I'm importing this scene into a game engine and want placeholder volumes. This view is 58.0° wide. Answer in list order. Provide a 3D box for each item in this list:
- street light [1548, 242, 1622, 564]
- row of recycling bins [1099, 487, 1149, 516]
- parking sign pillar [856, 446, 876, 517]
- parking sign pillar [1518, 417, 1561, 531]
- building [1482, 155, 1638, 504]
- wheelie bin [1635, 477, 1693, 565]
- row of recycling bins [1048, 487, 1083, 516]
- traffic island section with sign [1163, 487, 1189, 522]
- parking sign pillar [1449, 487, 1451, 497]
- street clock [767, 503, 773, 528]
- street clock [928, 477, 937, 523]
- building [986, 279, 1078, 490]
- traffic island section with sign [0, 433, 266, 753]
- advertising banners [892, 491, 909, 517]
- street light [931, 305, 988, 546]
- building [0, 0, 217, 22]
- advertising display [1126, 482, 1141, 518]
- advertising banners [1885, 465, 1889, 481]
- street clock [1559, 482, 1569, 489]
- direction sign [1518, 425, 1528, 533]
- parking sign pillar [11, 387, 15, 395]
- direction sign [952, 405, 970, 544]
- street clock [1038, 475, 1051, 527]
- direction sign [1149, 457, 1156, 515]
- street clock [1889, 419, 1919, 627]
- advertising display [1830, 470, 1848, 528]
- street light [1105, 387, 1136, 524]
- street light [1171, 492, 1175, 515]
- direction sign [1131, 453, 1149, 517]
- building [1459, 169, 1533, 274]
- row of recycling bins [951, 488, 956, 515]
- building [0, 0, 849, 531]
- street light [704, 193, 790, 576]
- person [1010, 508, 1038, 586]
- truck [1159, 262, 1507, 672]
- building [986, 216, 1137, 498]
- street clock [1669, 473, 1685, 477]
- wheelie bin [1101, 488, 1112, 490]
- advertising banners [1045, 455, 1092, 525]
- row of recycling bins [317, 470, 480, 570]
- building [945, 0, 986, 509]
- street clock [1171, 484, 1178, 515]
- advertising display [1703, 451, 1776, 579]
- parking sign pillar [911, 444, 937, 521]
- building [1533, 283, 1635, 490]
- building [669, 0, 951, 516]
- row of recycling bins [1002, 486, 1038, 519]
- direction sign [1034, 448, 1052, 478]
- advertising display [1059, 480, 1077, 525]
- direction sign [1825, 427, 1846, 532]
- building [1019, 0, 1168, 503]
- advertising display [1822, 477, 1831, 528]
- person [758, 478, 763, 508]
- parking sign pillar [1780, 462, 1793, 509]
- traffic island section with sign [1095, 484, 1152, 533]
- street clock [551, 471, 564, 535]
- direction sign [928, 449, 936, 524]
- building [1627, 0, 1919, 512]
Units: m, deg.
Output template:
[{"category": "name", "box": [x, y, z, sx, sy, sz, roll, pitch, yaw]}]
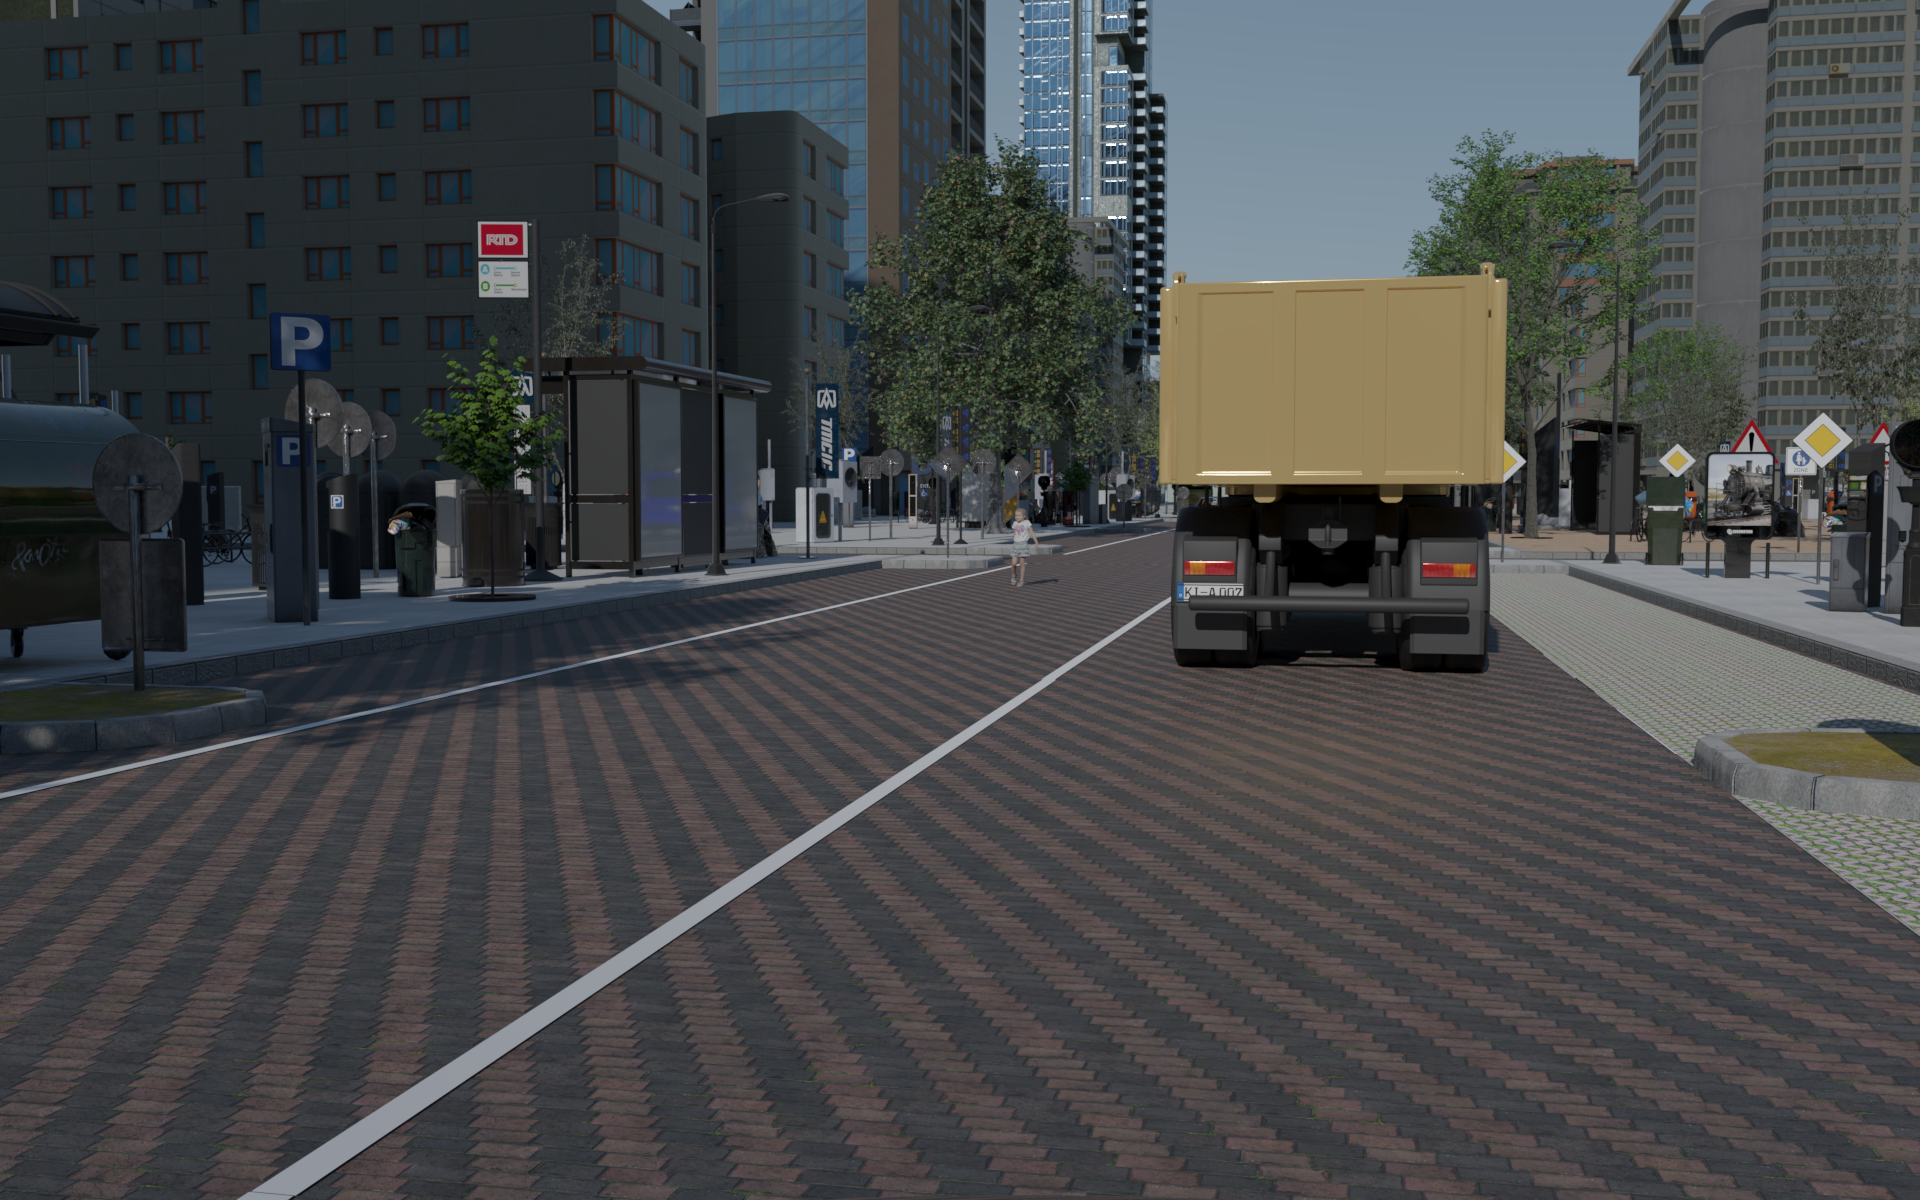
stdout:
[{"category": "street light", "box": [11.506, -3.632, 31.922, 1.470, 5.913, 1.316, 1, 4, 12]}, {"category": "row of recycling bins", "box": [9.172, -5.705, 100.394, 3.534, 1.692, 1.069, 0, 4, 0]}, {"category": "parking sign pillar", "box": [-5.422, -6.634, 96.943, 1.447, 3.967, 1.447, 1, 4, 12]}, {"category": "parking sign pillar", "box": [20.597, -4.465, 61.481, 1.447, 3.967, 1.447, -3, 5, -39]}, {"category": "building", "box": [80.439, -35.088, 228.316, 22.147, 44.769, 28.867, 1, 4, 12]}, {"category": "wheelie bin", "box": [12.736, -1.434, 31.347, 0.980, 1.594, 0.693, 1, 4, 22]}, {"category": "row of recycling bins", "box": [5.749, -5.916, 103.831, 3.534, 1.692, 1.069, 2, 4, 32]}, {"category": "traffic island section with sign", "box": [11.767, -5.043, 91.081, 1.989, 1.847, 2.006, 1, 4, 12]}, {"category": "parking sign pillar", "box": [29.676, -7.139, 105.197, 1.447, 3.967, 1.447, 0, 4, -2]}, {"category": "street clock", "box": [-7.173, -3.715, 65.303, 0.358, 2.002, 0.471, -2, 4, -25]}, {"category": "street clock", "box": [-1.132, -4.305, 74.955, 0.471, 2.002, 0.358, 1, 4, 9]}, {"category": "building", "box": [-4.652, -19.050, 156.499, 27.650, 21.520, 28.899, 1, 4, 12]}, {"category": "traffic island section with sign", "box": [-5.411, -0.118, 10.555, 1.989, 1.847, 2.006, 1, 4, 12]}, {"category": "advertising banners", "box": [-2.987, -6.292, 99.068, 2.074, 3.025, 0.090, -1, 4, -17]}, {"category": "street light", "box": [-0.009, -4.304, 42.907, 1.470, 5.913, 1.316, 1, 4, 12]}, {"category": "building", "box": [-47.428, -39.082, 77.238, 20.611, 71.187, 20.563, 1, 4, 12]}, {"category": "advertising display", "box": [9.140, -5.308, 92.000, 0.974, 1.923, 0.123, 1, 4, 16]}, {"category": "advertising banners", "box": [36.910, -4.538, 70.377, 0.090, 3.025, 2.074, -3, 5, -40]}, {"category": "street clock", "box": [36.255, -6.082, 104.007, 0.471, 2.002, 0.358, 0, 4, -5]}, {"category": "direction sign", "box": [18.548, -3.967, 56.859, 0.379, 3.537, 0.876, 3, 5, 43]}, {"category": "parking sign pillar", "box": [-20.683, -3.000, 37.521, 1.447, 3.967, 1.447, 3, 5, 43]}, {"category": "direction sign", "box": [0.020, -3.199, 44.299, 0.379, 3.537, 0.876, -2, 4, -29]}, {"category": "street clock", "box": [3.271, -3.840, 67.358, 0.471, 2.002, 0.358, -3, 4, -36]}, {"category": "direction sign", "box": [11.547, -6.955, 105.706, 0.876, 3.537, 0.379, -1, 4, -21]}, {"category": "street clock", "box": [9.231, -0.744, 16.728, 0.471, 2.002, 0.358, 1, 4, 20]}, {"category": "advertising display", "box": [24.208, -2.570, 47.226, 0.974, 1.923, 0.123, -2, 4, -25]}, {"category": "street light", "box": [6.899, -6.270, 75.060, 1.470, 5.913, 1.316, 1, 4, 12]}, {"category": "street light", "box": [13.816, -8.229, 107.084, 1.470, 5.913, 1.316, 1, 4, 12]}, {"category": "direction sign", "box": [9.890, -6.376, 96.252, 0.876, 3.537, 0.379, -1, 4, -17]}, {"category": "building", "box": [84.522, -38.499, 253.160, 21.300, 48.544, 21.600, 1, 4, 12]}, {"category": "row of recycling bins", "box": [1.101, -6.037, 105.818, 3.534, 1.692, 1.069, -1, 4, -22]}, {"category": "building", "box": [-22.089, -14.110, 75.744, 27.650, 21.520, 28.899, 1, 4, 12]}, {"category": "street light", "box": [-3.315, -3.332, 27.015, 1.470, 5.913, 1.316, 1, 4, 12]}, {"category": "person", "box": [1.005, -0.827, 27.029, 0.505, 1.210, 0.382, 1, 4, 23]}, {"category": "truck", "box": [3.828, -1.332, 17.710, 3.469, 3.379, 9.791, 1, 4, 13]}, {"category": "building", "box": [8.657, -32.867, 229.260, 32.217, 40.220, 23.993, 1, 4, 12]}, {"category": "street clock", "box": [22.645, -3.071, 54.780, 0.358, 2.002, 0.471, -1, 4, -20]}, {"category": "wheelie bin", "box": [7.970, -5.310, 94.724, 0.980, 1.594, 0.693, -1, 4, -13]}, {"category": "advertising banners", "box": [4.410, -4.573, 70.949, 2.074, 3.025, 0.090, 1, 4, 15]}, {"category": "row of recycling bins", "box": [-9.464, -1.377, 29.634, 3.534, 1.692, 1.069, 1, 4, 10]}, {"category": "building", "box": [-6.782, -42.319, 130.165, 20.563, 71.187, 20.611, 1, 4, 12]}, {"category": "street clock", "box": [13.093, -6.156, 105.220, 0.471, 2.002, 0.358, -1, 4, -19]}, {"category": "advertising display", "box": [11.848, -1.293, 26.357, 0.974, 1.923, 0.123, 1, 4, 14]}, {"category": "parking sign pillar", "box": [-1.747, -5.839, 83.938, 1.447, 3.967, 1.447, 0, 4, -2]}, {"category": "building", "box": [67.152, -18.890, 153.897, 27.650, 21.520, 28.899, 1, 4, 12]}, {"category": "building", "box": [-8.810, -28.031, 108.422, 14.600, 45.320, 14.200, 1, 4, 12]}, {"category": "row of recycling bins", "box": [1.834, -4.709, 84.105, 3.534, 1.692, 1.069, 0, 4, -4]}, {"category": "direction sign", "box": [4.039, -5.678, 84.825, 0.876, 3.537, 0.379, 1, 4, 10]}, {"category": "advertising display", "box": [4.524, -4.099, 72.238, 0.974, 1.923, 0.123, 3, 5, 42]}, {"category": "direction sign", "box": [29.634, -4.079, 58.687, 0.876, 3.537, 0.379, -1, 4, -22]}, {"category": "building", "box": [19.965, -57.543, 253.503, 22.319, 86.520, 31.000, 1, 4, 12]}, {"category": "advertising display", "box": [33.183, -3.716, 65.972, 0.974, 1.923, 0.123, -2, 4, -27]}, {"category": "person", "box": [-4.953, -2.032, 41.741, 0.654, 1.822, 0.581, 1, 4, 11]}, {"category": "parking sign pillar", "box": [50.671, -7.200, 106.186, 1.447, 3.967, 1.447, 1, 4, 12]}, {"category": "traffic island section with sign", "box": [6.148, -3.430, 64.715, 1.989, 1.847, 2.006, 1, 4, 12]}, {"category": "street clock", "box": [-12.713, -3.075, 54.839, 0.471, 2.002, 0.358, 3, 5, 41]}, {"category": "direction sign", "box": [-1.166, -4.967, 73.208, 0.379, 3.537, 0.876, 0, 4, 4]}, {"category": "building", "box": [63.617, -26.618, 127.089, 32.217, 40.220, 23.993, 1, 4, 12]}]
